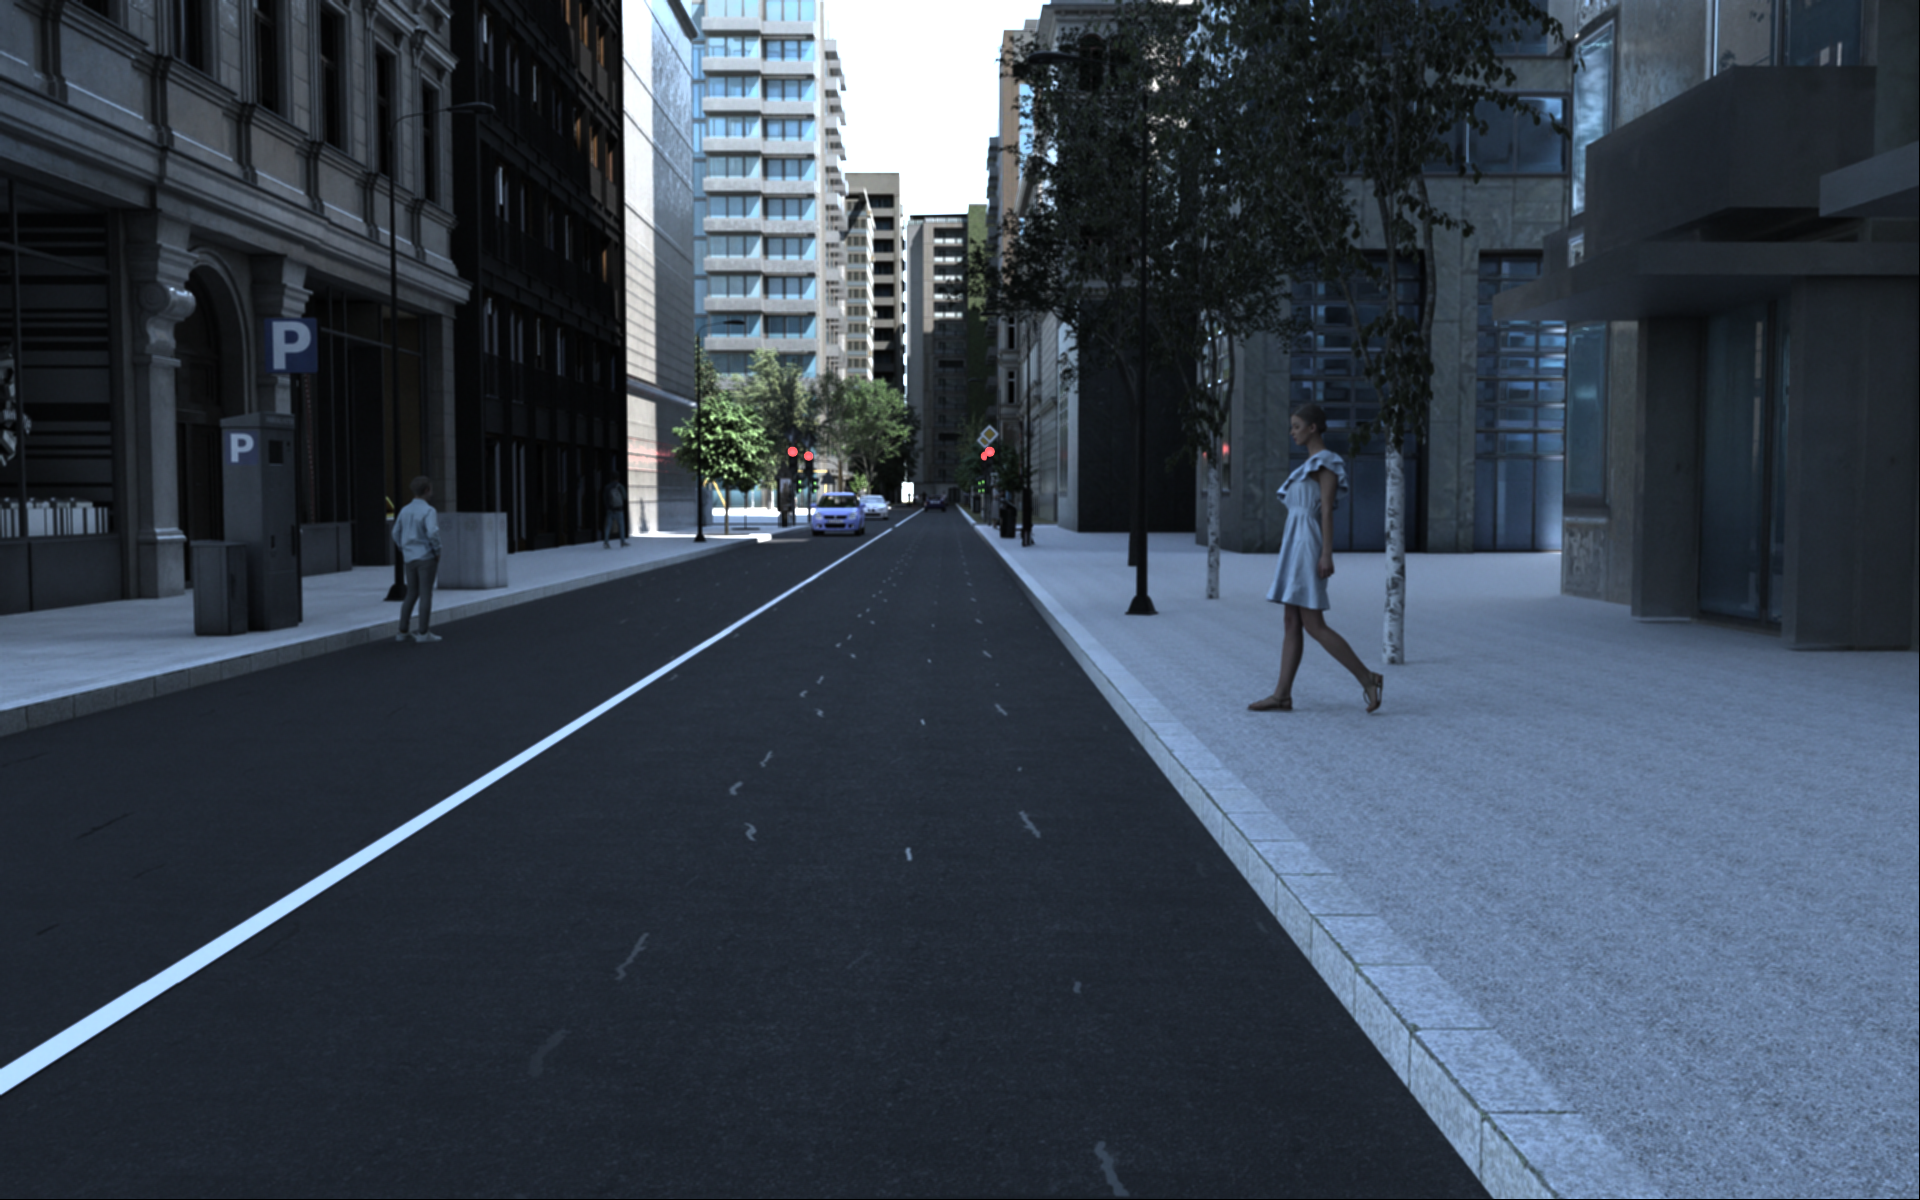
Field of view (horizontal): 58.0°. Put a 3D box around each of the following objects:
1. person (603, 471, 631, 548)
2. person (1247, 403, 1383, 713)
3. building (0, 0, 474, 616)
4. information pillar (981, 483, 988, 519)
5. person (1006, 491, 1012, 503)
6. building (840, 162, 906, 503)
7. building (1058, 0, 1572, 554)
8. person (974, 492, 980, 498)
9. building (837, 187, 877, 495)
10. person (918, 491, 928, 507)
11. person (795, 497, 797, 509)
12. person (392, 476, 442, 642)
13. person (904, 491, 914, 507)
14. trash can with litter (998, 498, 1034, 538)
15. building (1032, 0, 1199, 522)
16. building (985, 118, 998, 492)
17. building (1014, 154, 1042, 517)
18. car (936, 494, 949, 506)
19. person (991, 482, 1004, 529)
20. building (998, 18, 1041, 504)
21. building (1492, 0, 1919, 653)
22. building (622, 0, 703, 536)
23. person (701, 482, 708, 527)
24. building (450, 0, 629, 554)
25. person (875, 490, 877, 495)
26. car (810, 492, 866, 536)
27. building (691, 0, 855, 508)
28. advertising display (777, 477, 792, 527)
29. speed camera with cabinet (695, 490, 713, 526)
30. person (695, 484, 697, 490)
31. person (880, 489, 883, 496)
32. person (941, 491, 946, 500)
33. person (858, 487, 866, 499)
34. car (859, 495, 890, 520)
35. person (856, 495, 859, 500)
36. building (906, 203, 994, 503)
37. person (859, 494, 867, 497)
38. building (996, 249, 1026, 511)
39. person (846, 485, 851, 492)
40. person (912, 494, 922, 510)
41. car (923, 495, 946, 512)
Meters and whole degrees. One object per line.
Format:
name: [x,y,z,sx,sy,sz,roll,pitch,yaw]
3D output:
person: [-8.119,-2.116,40.620,0.794,1.824,0.713,2,4,35]
person: [2.092,-0.247,10.169,0.778,1.811,0.616,1,4,12]
building: [-14.082,-9.957,13.707,10.553,20.767,40.483,0,4,0]
information pillar: [1.277,-5.098,87.848,0.304,2.012,0.304,-3,5,-45]
person: [2.925,-5.946,103.599,0.444,1.785,0.601,3,5,41]
building: [-18.715,-38.134,247.192,21.600,48.544,21.300,0,4,0]
building: [15.122,-45.109,50.206,22.319,86.520,31.000,0,4,0]
person: [1.402,-8.690,148.480,0.532,1.782,0.716,-3,5,-41]
building: [-22.357,-31.734,210.739,23.993,40.220,32.217,0,4,0]
person: [-4.068,-11.481,196.348,1.348,1.807,0.705,-1,4,-11]
person: [-14.080,-8.313,146.978,0.505,1.210,0.382,-1,4,-11]
person: [-5.225,-0.396,16.792,0.589,1.601,0.330,3,4,37]
person: [-5.752,-11.517,196.785,1.348,1.826,0.705,-1,4,-10]
trash can with litter: [1.644,-2.401,50.650,1.055,1.170,0.624,0,4,8]
building: [15.443,-18.272,86.136,23.554,28.519,14.401,0,4,0]
building: [14.366,-36.190,211.322,23.786,49.044,30.456,0,4,0]
building: [9.164,-17.005,106.905,11.050,23.489,19.941,0,4,0]
car: [-2.322,-12.019,208.515,2.014,1.417,4.499,0,4,0]
person: [1.390,-3.475,63.429,0.524,1.755,0.480,0,4,7]
building: [10.746,-31.502,165.173,14.600,45.320,14.200,0,4,0]
building: [17.321,-23.756,8.021,23.786,49.044,30.456,0,4,0]
building: [-31.583,-17.230,58.124,44.131,29.872,17.030,0,4,0]
person: [-10.142,-3.801,68.287,0.391,1.810,0.635,0,4,-2]
building: [-15.726,-12.969,41.722,12.332,23.373,15.834,0,4,0]
person: [-9.757,-12.023,203.136,0.721,1.766,1.217,1,4,14]
car: [-4.242,-3.123,60.652,1.945,1.707,3.694,0,4,0]
building: [-22.386,-33.522,167.699,23.786,49.044,30.456,0,4,0]
advertising display: [-6.771,-3.768,66.821,0.123,1.923,0.974,1,4,23]
speed camera with cabinet: [-11.084,-4.649,70.346,2.038,3.252,0.660,-1,4,-10]
person: [-12.128,-4.489,79.324,0.818,1.842,0.514,-3,5,-42]
person: [-8.353,-10.964,185.438,0.705,1.807,1.348,0,4,2]
person: [-1.524,-9.305,161.313,0.621,1.740,0.551,0,4,5]
person: [-7.503,-7.744,132.462,0.655,1.846,0.447,0,4,-3]
car: [-4.953,-5.198,97.347,2.083,1.381,4.827,0,4,-2]
person: [-8.122,-7.658,136.266,0.505,1.210,0.382,-1,4,-18]
building: [-0.661,-34.353,245.272,14.086,41.232,14.154,0,4,0]
person: [-10.666,-11.389,192.957,1.217,1.736,0.721,-1,4,-18]
building: [10.112,-19.324,135.030,14.460,24.649,34.723,0,4,0]
person: [-4.504,-3.669,68.825,0.599,1.781,0.374,-1,4,-15]
person: [-3.904,-8.857,156.496,0.799,1.438,0.628,-2,4,-26]
car: [-2.055,-7.841,140.787,1.945,1.354,3.894,0,4,-2]
